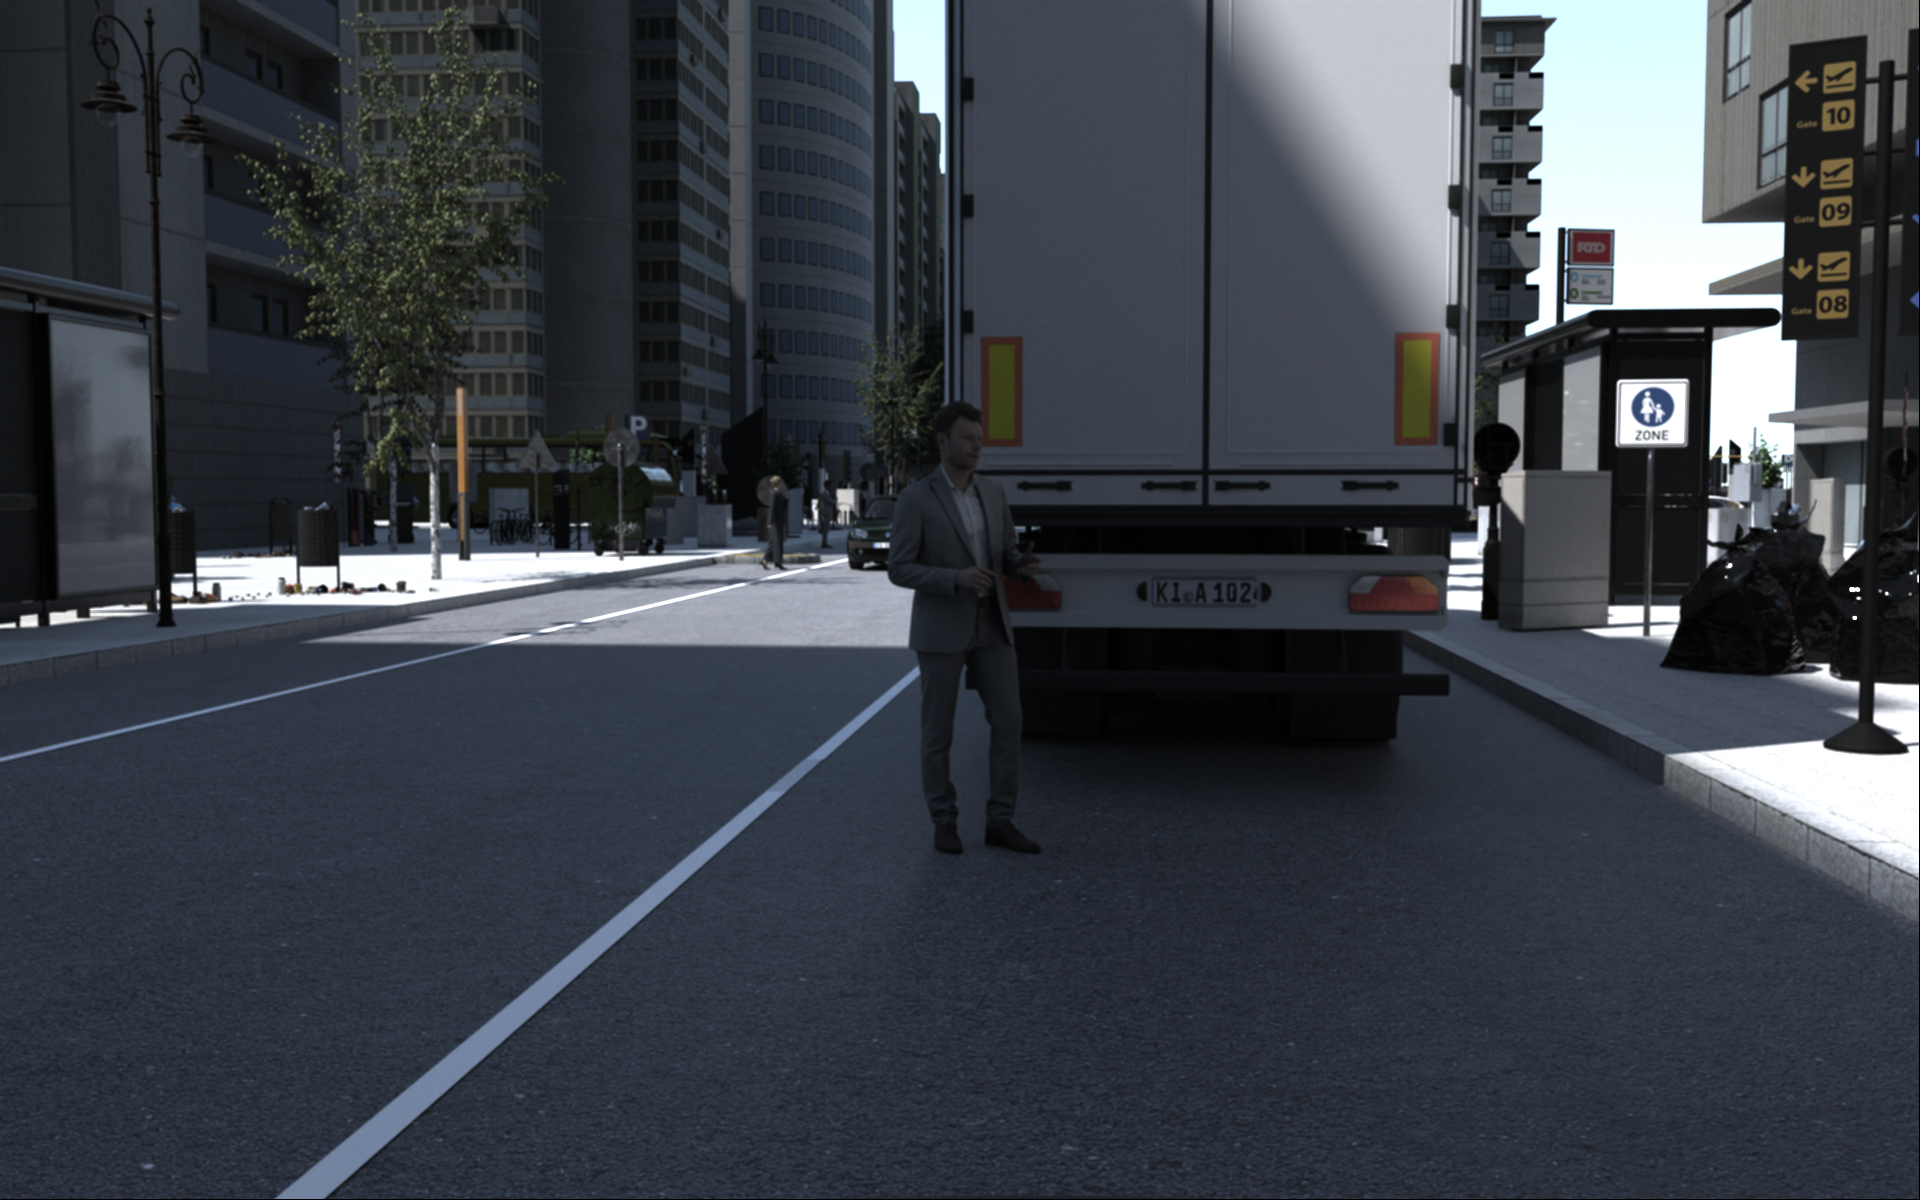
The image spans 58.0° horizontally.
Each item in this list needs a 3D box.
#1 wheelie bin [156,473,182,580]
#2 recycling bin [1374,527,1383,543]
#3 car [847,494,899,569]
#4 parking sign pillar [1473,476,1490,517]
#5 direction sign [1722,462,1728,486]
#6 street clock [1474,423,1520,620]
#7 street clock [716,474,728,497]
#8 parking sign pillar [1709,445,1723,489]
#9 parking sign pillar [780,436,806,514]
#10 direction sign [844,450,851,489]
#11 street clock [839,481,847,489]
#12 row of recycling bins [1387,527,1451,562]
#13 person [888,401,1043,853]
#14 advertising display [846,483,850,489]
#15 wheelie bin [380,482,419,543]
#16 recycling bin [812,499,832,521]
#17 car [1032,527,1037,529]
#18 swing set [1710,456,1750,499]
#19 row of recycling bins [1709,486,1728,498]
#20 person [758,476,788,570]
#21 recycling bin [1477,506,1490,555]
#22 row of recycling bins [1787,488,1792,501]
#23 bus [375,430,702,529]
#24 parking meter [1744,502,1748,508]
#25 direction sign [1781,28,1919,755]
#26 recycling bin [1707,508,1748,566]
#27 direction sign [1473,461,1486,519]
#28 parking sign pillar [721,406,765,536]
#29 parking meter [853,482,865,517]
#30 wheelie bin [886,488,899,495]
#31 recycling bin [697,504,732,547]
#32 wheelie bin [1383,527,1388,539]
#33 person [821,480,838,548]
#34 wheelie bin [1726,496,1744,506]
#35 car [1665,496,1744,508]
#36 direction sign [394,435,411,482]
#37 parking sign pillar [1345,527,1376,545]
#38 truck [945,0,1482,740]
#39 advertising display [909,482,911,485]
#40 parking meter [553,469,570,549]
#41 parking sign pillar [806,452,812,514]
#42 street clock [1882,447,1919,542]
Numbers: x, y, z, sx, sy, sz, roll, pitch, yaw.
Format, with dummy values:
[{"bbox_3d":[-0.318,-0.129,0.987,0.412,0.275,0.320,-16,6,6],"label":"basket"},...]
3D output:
[{"bbox_3d":[-12.133,-1.101,25.918,0.980,1.594,0.693,-1,4,-14],"label":"wheelie bin"},{"bbox_3d":[10.747,-2.022,45.622,0.722,1.027,0.722,0,4,7],"label":"recycling bin"},{"bbox_3d":[-1.102,-1.491,34.165,2.009,1.686,4.222,0,4,7],"label":"car"},{"bbox_3d":[28.745,-6.569,95.882,1.447,3.967,1.447,0,4,-1],"label":"parking sign pillar"},{"bbox_3d":[54.786,-8.081,124.124,0.876,3.537,0.379,-3,5,-45],"label":"direction sign"},{"bbox_3d":[5.442,-0.801,17.670,0.471,2.002,0.358,1,4,11],"label":"street clock"},{"bbox_3d":[-7.103,-2.881,51.672,0.358,2.002,0.471,-2,4,-25],"label":"street clock"},{"bbox_3d":[41.509,-6.544,95.462,1.447,3.967,1.447,-3,5,-44],"label":"parking sign pillar"},{"bbox_3d":[-8.043,-5.606,80.123,1.447,3.967,1.447,0,4,-2],"label":"parking sign pillar"},{"bbox_3d":[-5.828,-5.961,89.451,0.379,3.537,0.876,1,4,18],"label":"direction sign"},{"bbox_3d":[-6.708,-5.795,99.310,0.471,2.002,0.358,-3,4,-38],"label":"street clock"},{"bbox_3d":[8.677,-1.553,32.508,1.069,1.692,3.534,1,4,21],"label":"row of recycling bins"},{"bbox_3d":[0.052,0.110,6.901,0.606,1.804,0.583,-3,4,-37],"label":"person"},{"bbox_3d":[-6.507,-5.843,100.742,0.123,1.923,0.974,0,4,3],"label":"advertising display"},{"bbox_3d":[-14.642,-2.284,45.249,0.980,1.594,0.693,-1,4,-18],"label":"wheelie bin"},{"bbox_3d":[-6.617,-4.303,82.915,0.722,1.027,0.722,-2,4,-33],"label":"recycling bin"},{"bbox_3d":[2.004,-1.095,26.697,1.959,1.807,4.718,0,4,7],"label":"car"},{"bbox_3d":[31.026,-4.476,70.796,3.119,2.851,2.862,-1,4,-12],"label":"swing set"},{"bbox_3d":[37.771,-4.849,86.392,3.534,1.692,1.069,-1,4,-16],"label":"row of recycling bins"},{"bbox_3d":[-3.510,-1.456,32.728,0.534,1.772,0.576,-1,4,-20],"label":"person"},{"bbox_3d":[11.321,-1.449,36.253,0.722,1.027,0.722,-1,4,-9],"label":"recycling bin"},{"bbox_3d":[50.071,-5.775,101.535,3.534,1.692,1.069,-1,4,-17],"label":"row of recycling bins"},{"bbox_3d":[-16.152,-4.610,66.923,12.252,3.916,2.896,0,4,4],"label":"bus"},{"bbox_3d":[24.004,-2.866,52.566,0.399,1.863,0.255,-1,4,-18],"label":"parking meter"},{"bbox_3d":[4.549,-1.015,8.599,0.876,3.537,0.379,2,4,33],"label":"direction sign"},{"bbox_3d":[13.536,-1.125,30.945,0.722,1.027,0.722,-1,4,-18],"label":"recycling bin"},{"bbox_3d":[23.856,-5.365,79.709,0.379,3.537,0.876,-2,4,-27],"label":"direction sign"},{"bbox_3d":[-6.644,-3.957,53.165,1.447,3.967,1.447,0,4,0],"label":"parking sign pillar"},{"bbox_3d":[-4.946,-4.779,83.855,0.399,1.863,0.255,2,4,34],"label":"parking meter"},{"bbox_3d":[-3.221,-4.615,83.360,0.693,1.594,0.980,-2,4,-30],"label":"wheelie bin"},{"bbox_3d":[-5.939,-1.798,41.946,0.722,1.027,0.722,0,4,4],"label":"recycling bin"},{"bbox_3d":[12.121,-2.548,49.560,0.980,1.594,0.693,2,4,31],"label":"wheelie bin"},{"bbox_3d":[-3.483,-2.300,46.282,0.466,1.800,0.511,-1,4,-18],"label":"person"},{"bbox_3d":[38.007,-4.697,84.701,0.980,1.594,0.693,1,4,14],"label":"wheelie bin"},{"bbox_3d":[27.503,-3.105,63.126,4.827,1.381,2.083,0,4,5],"label":"car"},{"bbox_3d":[-20.497,-4.385,63.699,0.379,3.537,0.876,2,4,25],"label":"direction sign"},{"bbox_3d":[8.591,-3.072,38.706,1.447,3.967,1.447,0,4,1],"label":"parking sign pillar"},{"bbox_3d":[1.775,-1.503,13.486,2.839,4.237,11.283,0,4,7],"label":"truck"},{"bbox_3d":[-1.860,-4.504,78.853,0.974,1.923,0.123,1,4,18],"label":"advertising display"},{"bbox_3d":[-9.305,-2.125,40.447,0.255,1.863,0.399,1,4,11],"label":"parking meter"},{"bbox_3d":[-10.088,-7.547,111.862,1.447,3.967,1.447,3,4,39],"label":"parking sign pillar"},{"bbox_3d":[14.546,-1.363,26.859,0.471,2.002,0.358,0,4,5],"label":"street clock"}]
